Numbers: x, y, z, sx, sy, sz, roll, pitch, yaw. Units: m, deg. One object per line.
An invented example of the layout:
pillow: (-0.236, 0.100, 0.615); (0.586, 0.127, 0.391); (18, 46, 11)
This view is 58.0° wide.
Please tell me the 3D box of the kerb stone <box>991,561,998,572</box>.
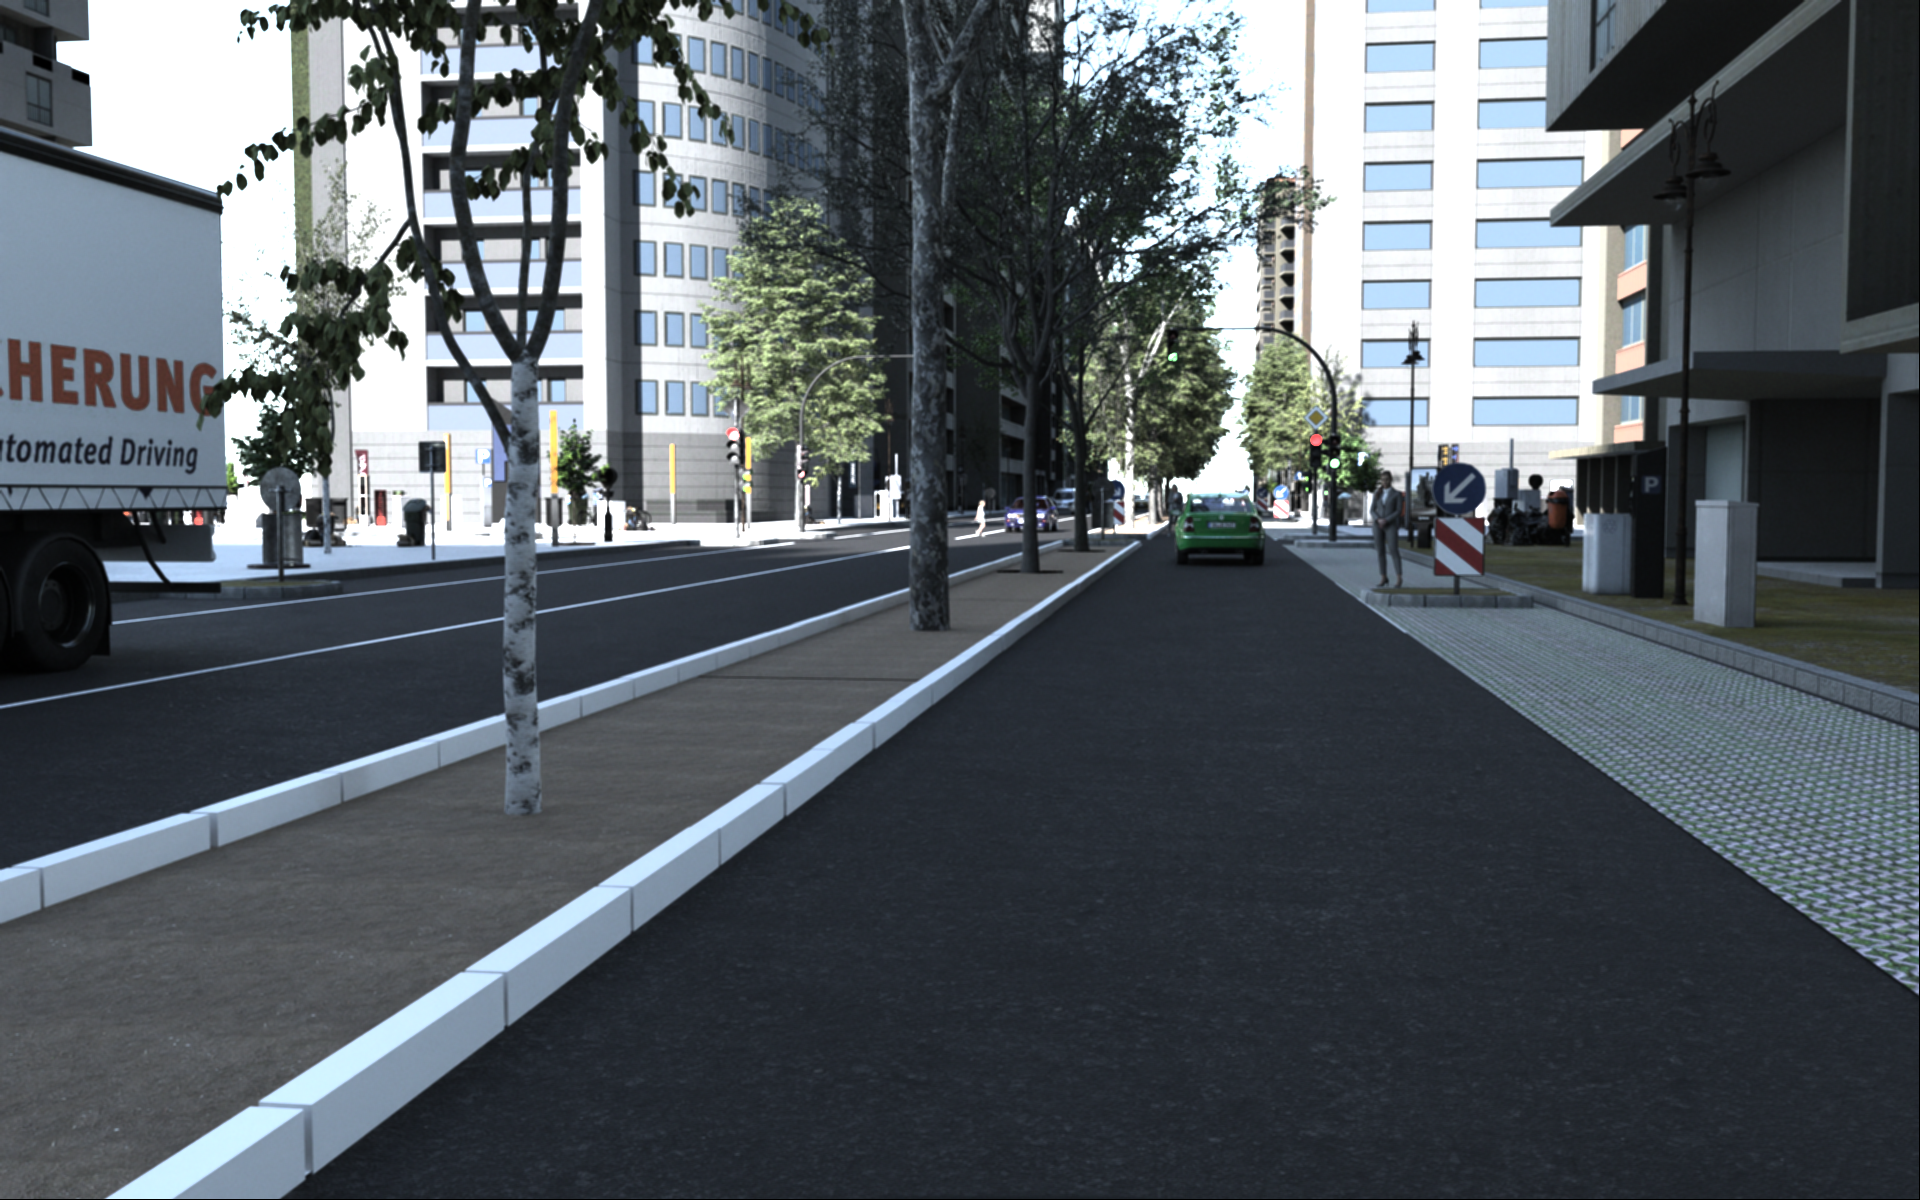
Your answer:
kerb stone: (0.527, -0.590, 31.849); (0.120, 0.150, 1.000); (1, 4, 8)

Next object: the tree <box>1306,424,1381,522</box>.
tree: (18.044, -5.974, 81.388); (4.285, 4.588, 4.351); (0, 3, 0)

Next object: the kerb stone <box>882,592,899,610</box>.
kerb stone: (-0.939, 0.031, 21.690); (0.120, 0.150, 1.000); (1, 4, 8)

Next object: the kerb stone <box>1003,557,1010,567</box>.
kerb stone: (0.821, -0.714, 33.872); (0.120, 0.150, 1.000); (1, 4, 8)

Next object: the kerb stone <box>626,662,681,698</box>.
kerb stone: (-2.254, 0.589, 12.564); (0.120, 0.150, 1.000); (1, 4, 8)

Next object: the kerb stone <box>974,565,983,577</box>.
kerb stone: (0.229, -0.463, 29.807); (0.120, 0.150, 1.000); (1, 4, 8)

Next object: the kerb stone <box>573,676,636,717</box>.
kerb stone: (-2.400, 0.654, 11.550); (0.120, 0.150, 1.000); (1, 4, 8)

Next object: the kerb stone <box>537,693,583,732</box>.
kerb stone: (-2.547, 0.714, 10.537); (0.120, 0.150, 1.000); (1, 4, 8)

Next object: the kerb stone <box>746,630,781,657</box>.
kerb stone: (-1.815, 0.407, 15.599); (0.120, 0.150, 1.000); (1, 4, 8)

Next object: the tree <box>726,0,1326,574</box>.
tree: (1.258, -7.234, 31.099); (12.009, 13.543, 11.850); (0, 3, 0)

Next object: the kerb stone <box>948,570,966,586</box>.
kerb stone: (-0.066, -0.337, 27.776); (0.120, 0.150, 1.000); (1, 4, 8)

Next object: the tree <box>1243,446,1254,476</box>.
tree: (37.339, -16.280, 216.545); (4.737, 8.622, 4.395); (0, 3, 0)

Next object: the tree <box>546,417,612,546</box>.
tree: (-9.597, -3.000, 43.645); (1.663, 3.219, 1.824); (0, 3, 0)

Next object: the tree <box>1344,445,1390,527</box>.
tree: (15.876, -4.477, 67.797); (1.663, 3.219, 1.824); (0, 3, 0)

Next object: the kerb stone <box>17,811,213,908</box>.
kerb stone: (-3.137, 0.963, 6.456); (0.120, 0.150, 1.000); (1, 4, 8)

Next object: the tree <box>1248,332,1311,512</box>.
tree: (22.661, -12.472, 122.039); (7.486, 12.596, 7.792); (0, 3, 0)

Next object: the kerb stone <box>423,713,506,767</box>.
kerb stone: (-2.696, 0.776, 9.515); (0.120, 0.150, 1.000); (1, 4, 8)

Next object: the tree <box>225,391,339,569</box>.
tree: (-11.982, -2.171, 30.101); (1.663, 3.219, 1.824); (0, 3, 0)

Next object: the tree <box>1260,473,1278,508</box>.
tree: (28.747, -10.140, 160.385); (1.663, 3.219, 1.824); (0, 3, 0)

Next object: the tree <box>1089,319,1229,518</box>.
tree: (13.096, -12.465, 112.921); (9.857, 13.997, 8.962); (0, 3, 0)

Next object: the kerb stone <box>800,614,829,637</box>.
kerb stone: (-1.529, 0.283, 17.624); (0.120, 0.150, 1.000); (1, 4, 8)

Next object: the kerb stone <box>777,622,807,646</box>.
kerb stone: (-1.669, 0.348, 16.611); (0.120, 0.150, 1.000); (1, 4, 8)

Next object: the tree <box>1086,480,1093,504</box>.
tree: (17.843, -14.601, 233.321); (1.663, 3.219, 1.824); (0, 3, 0)

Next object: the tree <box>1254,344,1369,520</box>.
tree: (18.034, -8.312, 86.264); (4.737, 8.622, 4.395); (0, 3, 0)

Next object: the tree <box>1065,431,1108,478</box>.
tree: (14.364, -16.713, 207.676); (8.767, 10.594, 7.601); (0, 4, 6)

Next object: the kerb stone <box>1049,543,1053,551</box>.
kerb stone: (2.134, -1.273, 43.004); (0.120, 0.150, 1.000); (1, 4, 8)

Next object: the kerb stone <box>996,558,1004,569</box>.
kerb stone: (0.674, -0.647, 32.861); (0.120, 0.150, 1.000); (1, 4, 8)

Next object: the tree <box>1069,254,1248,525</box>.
tree: (8.882, -9.668, 78.653); (7.486, 12.596, 7.792); (0, 3, 0)

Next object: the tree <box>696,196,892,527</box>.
tree: (-6.644, -9.099, 66.888); (7.486, 12.596, 7.792); (0, 3, 0)

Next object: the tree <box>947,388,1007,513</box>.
tree: (1.463, -10.363, 119.803); (4.360, 8.622, 3.978); (0, 3, 0)

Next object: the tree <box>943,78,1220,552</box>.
tree: (2.910, -6.995, 42.589); (9.928, 11.665, 9.643); (0, 3, 0)

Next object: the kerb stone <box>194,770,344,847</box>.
kerb stone: (-2.979, 0.900, 7.482); (0.120, 0.150, 1.000); (1, 4, 8)

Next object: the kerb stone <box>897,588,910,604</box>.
kerb stone: (-0.789, -0.031, 22.701); (0.120, 0.150, 1.000); (1, 4, 8)

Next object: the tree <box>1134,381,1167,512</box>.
tree: (10.853, -8.752, 95.906); (4.737, 8.622, 4.395); (0, 3, 0)

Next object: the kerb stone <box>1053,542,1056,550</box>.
kerb stone: (2.282, -1.334, 44.016); (0.120, 0.150, 1.000); (1, 4, 8)

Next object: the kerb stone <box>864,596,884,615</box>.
kerb stone: (-1.091, 0.093, 20.672); (0.120, 0.150, 1.000); (1, 4, 8)

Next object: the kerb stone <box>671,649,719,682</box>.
kerb stone: (-2.108, 0.527, 13.575); (0.120, 0.150, 1.000); (1, 4, 8)

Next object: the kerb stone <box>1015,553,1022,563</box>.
kerb stone: (1.111, -0.839, 35.905); (0.120, 0.150, 1.000); (1, 4, 8)

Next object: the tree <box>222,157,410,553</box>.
tree: (-13.901, -5.306, 37.108); (4.360, 8.622, 3.978); (0, 3, 0)

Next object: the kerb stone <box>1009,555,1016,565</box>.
kerb stone: (0.956, -0.776, 34.885); (0.120, 0.150, 1.000); (1, 4, 8)

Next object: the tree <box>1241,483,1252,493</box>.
tree: (44.185, -16.683, 267.369); (1.663, 3.219, 1.824); (0, 3, 0)

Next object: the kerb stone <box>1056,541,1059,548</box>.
kerb stone: (2.416, -1.389, 45.030); (0.120, 0.150, 1.000); (1, 4, 8)

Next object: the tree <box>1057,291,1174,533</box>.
tree: (5.396, -6.534, 59.655); (4.360, 8.622, 3.978); (0, 3, 0)

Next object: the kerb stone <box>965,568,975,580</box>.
kerb stone: (0.083, -0.404, 28.796); (0.120, 0.150, 1.000); (1, 4, 8)

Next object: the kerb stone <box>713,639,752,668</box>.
kerb stone: (-1.962, 0.466, 14.587); (0.120, 0.150, 1.000); (1, 4, 8)

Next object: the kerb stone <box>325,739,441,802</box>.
kerb stone: (-2.837, 0.839, 8.503); (0.120, 0.150, 1.000); (1, 4, 8)

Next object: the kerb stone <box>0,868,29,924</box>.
kerb stone: (-3.280, 1.025, 5.444); (0.120, 0.150, 1.000); (1, 4, 8)

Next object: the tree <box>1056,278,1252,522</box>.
tree: (9.805, -10.261, 87.238); (9.611, 12.733, 9.660); (0, 3, 0)

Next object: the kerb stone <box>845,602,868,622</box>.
kerb stone: (-1.235, 0.155, 19.655); (0.120, 0.150, 1.000); (1, 4, 8)

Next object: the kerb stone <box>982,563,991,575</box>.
kerb stone: (0.384, -0.527, 30.828); (0.120, 0.150, 1.000); (1, 4, 8)

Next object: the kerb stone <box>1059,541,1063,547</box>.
kerb stone: (2.569, -1.459, 46.048); (0.120, 0.150, 1.000); (1, 4, 8)

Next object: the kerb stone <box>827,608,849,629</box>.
kerb stone: (-1.383, 0.224, 18.637); (0.120, 0.150, 1.000); (1, 4, 8)

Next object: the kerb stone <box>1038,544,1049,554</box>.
kerb stone: (1.989, -1.210, 41.979); (0.120, 0.150, 1.000); (1, 4, 8)
